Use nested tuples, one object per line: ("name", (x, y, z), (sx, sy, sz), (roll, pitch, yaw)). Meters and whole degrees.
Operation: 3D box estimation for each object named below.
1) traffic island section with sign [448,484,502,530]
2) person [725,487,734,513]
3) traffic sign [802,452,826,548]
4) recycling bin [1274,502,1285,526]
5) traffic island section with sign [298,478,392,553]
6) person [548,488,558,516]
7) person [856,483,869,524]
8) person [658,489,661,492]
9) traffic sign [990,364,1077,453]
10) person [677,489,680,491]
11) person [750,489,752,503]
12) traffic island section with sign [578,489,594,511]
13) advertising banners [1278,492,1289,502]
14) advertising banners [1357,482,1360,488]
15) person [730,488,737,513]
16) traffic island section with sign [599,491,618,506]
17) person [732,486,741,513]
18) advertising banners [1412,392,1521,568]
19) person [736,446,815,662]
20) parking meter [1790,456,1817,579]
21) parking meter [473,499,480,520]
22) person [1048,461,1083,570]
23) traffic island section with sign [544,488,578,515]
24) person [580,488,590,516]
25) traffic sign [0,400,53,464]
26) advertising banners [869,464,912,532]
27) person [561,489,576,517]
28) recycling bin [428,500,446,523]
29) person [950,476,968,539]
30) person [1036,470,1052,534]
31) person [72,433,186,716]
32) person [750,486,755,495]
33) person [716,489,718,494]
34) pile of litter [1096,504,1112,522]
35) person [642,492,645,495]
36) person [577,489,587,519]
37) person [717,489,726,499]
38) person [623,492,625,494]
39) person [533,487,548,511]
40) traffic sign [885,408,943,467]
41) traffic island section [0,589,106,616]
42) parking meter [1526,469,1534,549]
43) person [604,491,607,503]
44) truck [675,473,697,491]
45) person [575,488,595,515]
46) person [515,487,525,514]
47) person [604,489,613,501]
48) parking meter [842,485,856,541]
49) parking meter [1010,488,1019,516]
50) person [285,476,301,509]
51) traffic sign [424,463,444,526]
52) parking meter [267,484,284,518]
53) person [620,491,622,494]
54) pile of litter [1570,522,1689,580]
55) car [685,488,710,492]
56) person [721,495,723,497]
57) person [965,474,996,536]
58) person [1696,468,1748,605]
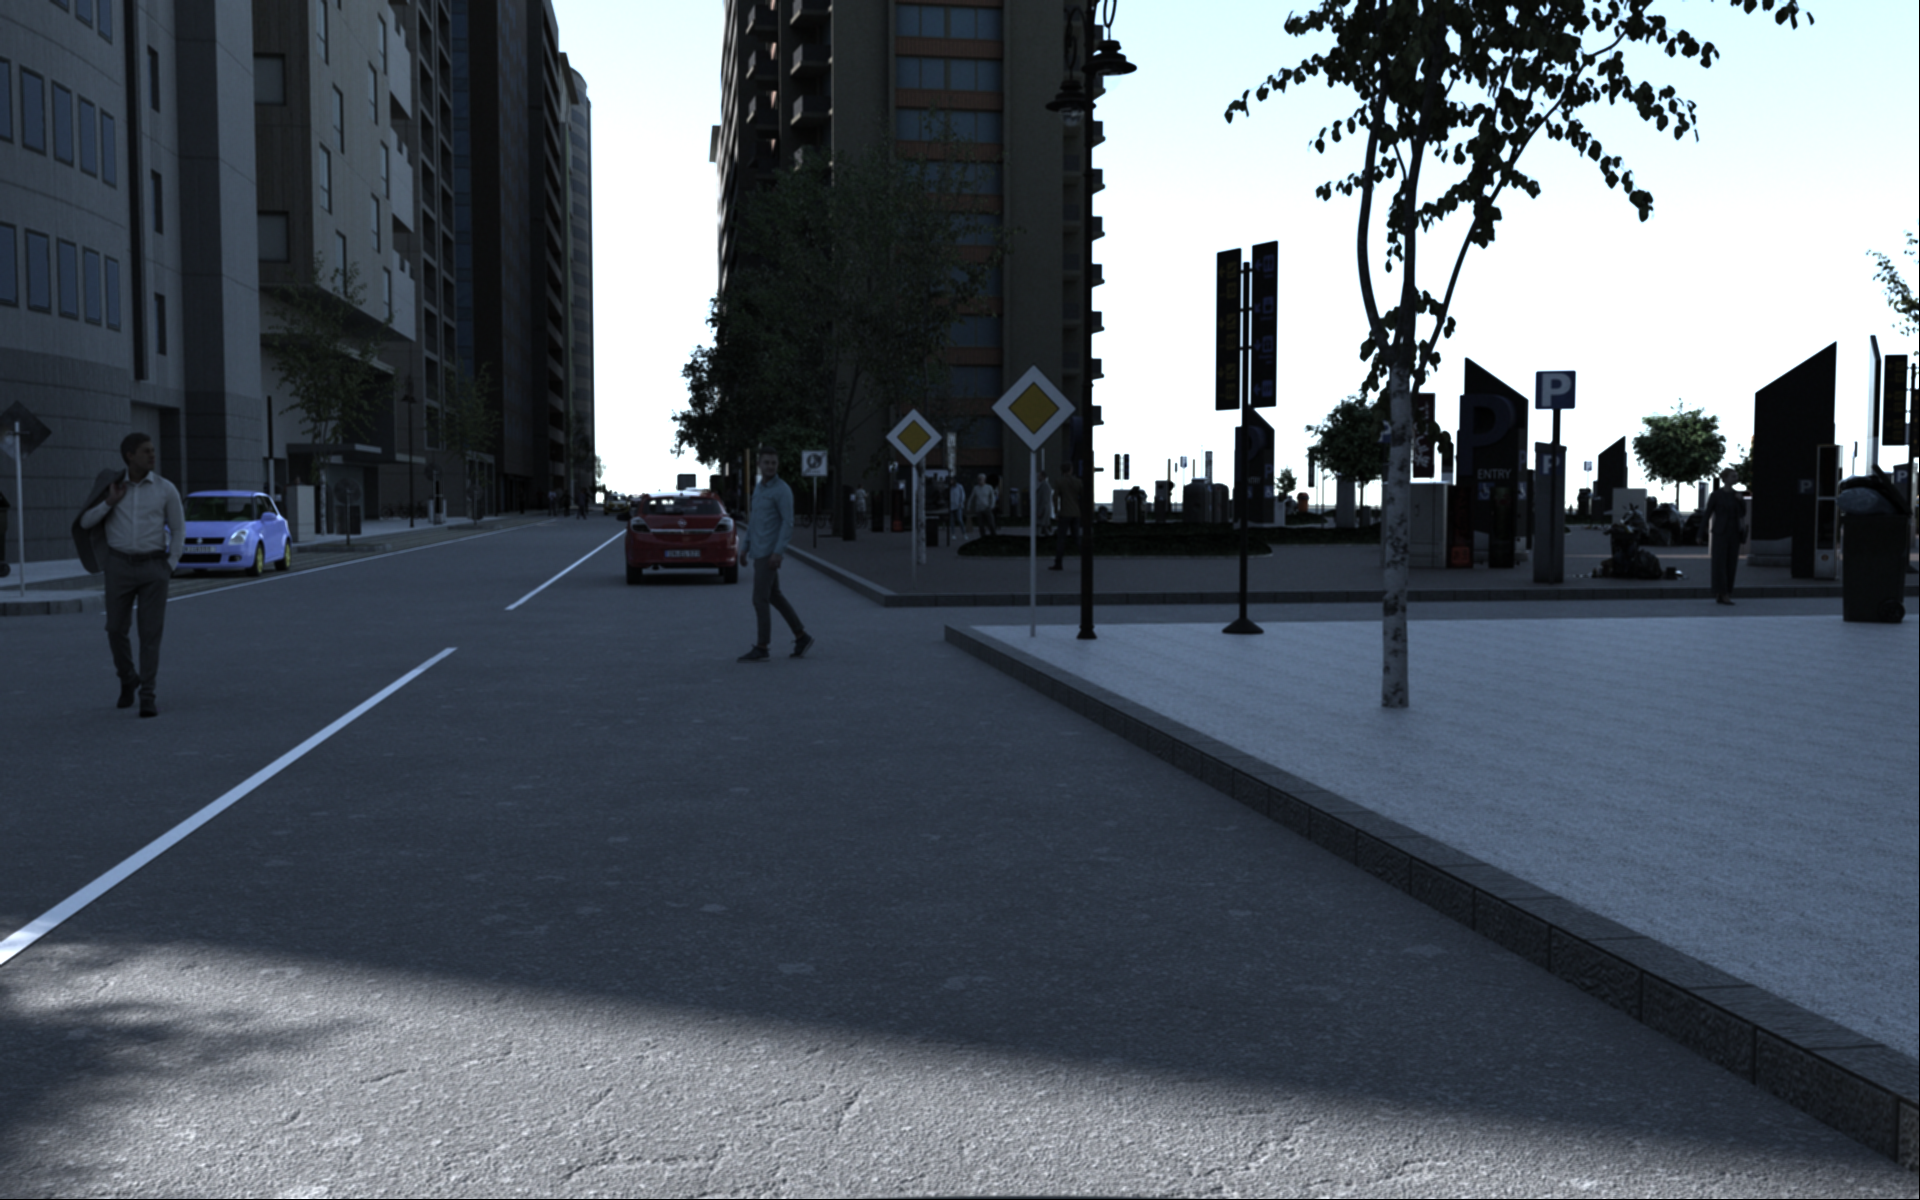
("traffic island section with sign", (-19.679, -3.776, 70.359), (1.989, 1.847, 2.006), (-1, 4, -9))
("person", (-15.276, -6.673, 115.680), (0.750, 1.759, 0.617), (-1, 4, -17))
("traffic sign", (-3.445, -2.379, 41.032), (0.606, 2.300, 0.079), (0, 4, -2))
("recycling bin", (9.865, -2.599, 55.040), (0.722, 1.027, 0.722), (-1, 4, -11))
("traffic island section with sign", (-15.265, -2.109, 43.106), (1.989, 1.847, 2.006), (-1, 4, -9))
("person", (-26.377, -6.358, 112.321), (0.709, 1.838, 0.599), (-3, 5, -40))
("person", (-4.237, -4.183, 75.009), (0.480, 1.755, 0.524), (1, 4, 21))
("person", (-21.663, -7.115, 124.825), (1.348, 1.824, 0.705), (-2, 4, -29))
("traffic sign", (0.679, -0.816, 15.530), (0.795, 2.593, 0.064), (-1, 4, -9))
("person", (-26.274, -9.375, 161.414), (0.705, 1.869, 1.348), (0, 4, 0))
("person", (-12.791, -6.156, 107.243), (0.434, 1.755, 0.990), (0, 3, 0))
("traffic island section with sign", (-32.061, -8.441, 146.644), (1.989, 1.847, 2.006), (-1, 4, -9))
("advertising banners", (16.410, -5.862, 92.038), (2.074, 3.025, 0.090), (0, 4, 3))
("advertising banners", (18.714, -5.261, 82.197), (0.090, 3.025, 2.074), (2, 4, 29))
("person", (-15.617, -6.868, 119.251), (0.541, 1.710, 0.530), (0, 4, 3))
("traffic island section with sign", (-40.958, -11.795, 201.472), (1.989, 1.847, 2.006), (-1, 4, -9))
("person", (-14.275, -6.394, 110.455), (0.599, 1.838, 0.709), (-1, 4, -9))
("advertising banners", (8.667, -2.059, 29.852), (2.074, 3.025, 0.090), (0, 4, -7))
("person", (-1.576, -0.400, 14.906), (0.748, 1.841, 0.638), (-1, 4, -22))
("parking meter", (12.868, -1.265, 26.399), (0.399, 1.863, 0.255), (2, 4, 27))
("parking meter", (-23.753, -4.687, 85.048), (0.372, 1.533, 0.369), (0, 3, 0))
("person", (1.883, -1.424, 29.244), (0.836, 1.842, 0.656), (3, 4, 37))
("traffic island section with sign", (-27.693, -6.795, 119.733), (1.989, 1.847, 2.006), (-1, 4, -9))
("person", (-24.536, -6.383, 112.823), (0.705, 1.831, 1.348), (1, 4, 15))
("traffic sign", (-11.752, -1.189, 21.630), (0.795, 2.593, 0.064), (-1, 4, -9))
("advertising banners", (-2.134, -3.802, 58.351), (2.074, 3.025, 0.090), (2, 4, 25))
("person", (-24.865, -6.154, 109.836), (1.217, 1.735, 0.721), (2, 4, 31))
("recycling bin", (-23.298, -3.950, 77.136), (0.722, 1.027, 0.722), (-1, 4, -22))
("person", (-0.104, -2.619, 49.130), (0.793, 1.790, 0.793), (-1, 4, -12))
("person", (1.829, -2.005, 38.922), (0.767, 1.812, 0.694), (0, 4, 1))
("person", (-5.448, -0.170, 11.378), (0.679, 1.850, 0.850), (-2, 4, -24))
("person", (-12.159, -5.878, 102.673), (0.721, 1.766, 1.217), (-1, 4, -12))
("person", (-23.809, -9.991, 169.386), (0.705, 1.826, 1.348), (-1, 4, -11))
("pile of litter", (6.638, -3.877, 77.350), (1.176, 0.858, 1.719), (2, 4, 28))
("person", (-30.631, -9.663, 167.956), (0.593, 1.643, 0.415), (0, 4, 7))
("person", (-21.357, -5.408, 97.839), (0.541, 1.710, 0.530), (2, 4, 26))
("person", (-21.945, -9.247, 157.944), (1.217, 1.735, 0.721), (-1, 4, -20))
("person", (-44.742, -13.511, 230.196), (0.721, 1.735, 1.217), (-3, 5, -44))
("person", (-32.425, -7.812, 133.737), (1.348, 1.831, 0.705), (-3, 5, -44))
("traffic sign", (-0.600, -1.298, 23.412), (0.795, 2.593, 0.064), (-1, 4, -9))
("traffic island section", (-11.774, 0.036, 21.694), (2.009, 0.180, 2.903), (-1, 4, -9))
("parking meter", (13.254, -2.128, 40.504), (0.255, 1.863, 0.399), (1, 4, 13))
("person", (-38.908, -11.108, 190.116), (0.705, 1.824, 1.348), (0, 4, 3))
("truck", (-38.121, -15.422, 241.058), (2.839, 4.237, 11.283), (-1, 4, -11))
("person", (-25.725, -6.771, 118.836), (1.348, 1.869, 0.705), (0, 4, 0))
("person", (-28.351, -6.419, 111.717), (0.721, 1.735, 1.217), (-3, 5, -42))
("person", (-28.116, -8.010, 139.428), (1.348, 1.831, 0.705), (3, 4, 36))
("parking meter", (-3.051, -2.401, 47.672), (0.372, 1.533, 0.369), (0, 3, 0))
("parking meter", (2.313, -3.988, 73.617), (0.372, 1.533, 0.369), (0, 3, 0))
("person", (-18.099, -2.501, 47.279), (0.601, 1.785, 0.444), (-2, 4, -25))
("traffic sign", (-21.418, -4.308, 70.547), (0.768, 2.556, 0.104), (0, 4, -7))
("parking meter", (-17.341, -2.171, 43.899), (0.372, 1.533, 0.369), (0, 3, 0))
("person", (-46.683, -14.075, 238.608), (0.705, 1.826, 1.348), (2, 4, 30))
("pile of litter", (10.288, -0.775, 26.628), (1.176, 0.858, 1.719), (-2, 4, -30))
("car", (-16.073, -5.950, 105.955), (2.281, 1.827, 5.304), (-1, 4, -9))
("person", (-26.042, -11.400, 192.950), (1.217, 1.766, 0.721), (1, 4, 9))
("person", (0.494, -2.155, 41.766), (0.782, 1.767, 0.515), (1, 4, 14))
("person", (9.933, -0.835, 22.569), (0.576, 1.772, 0.534), (-2, 4, -26))
